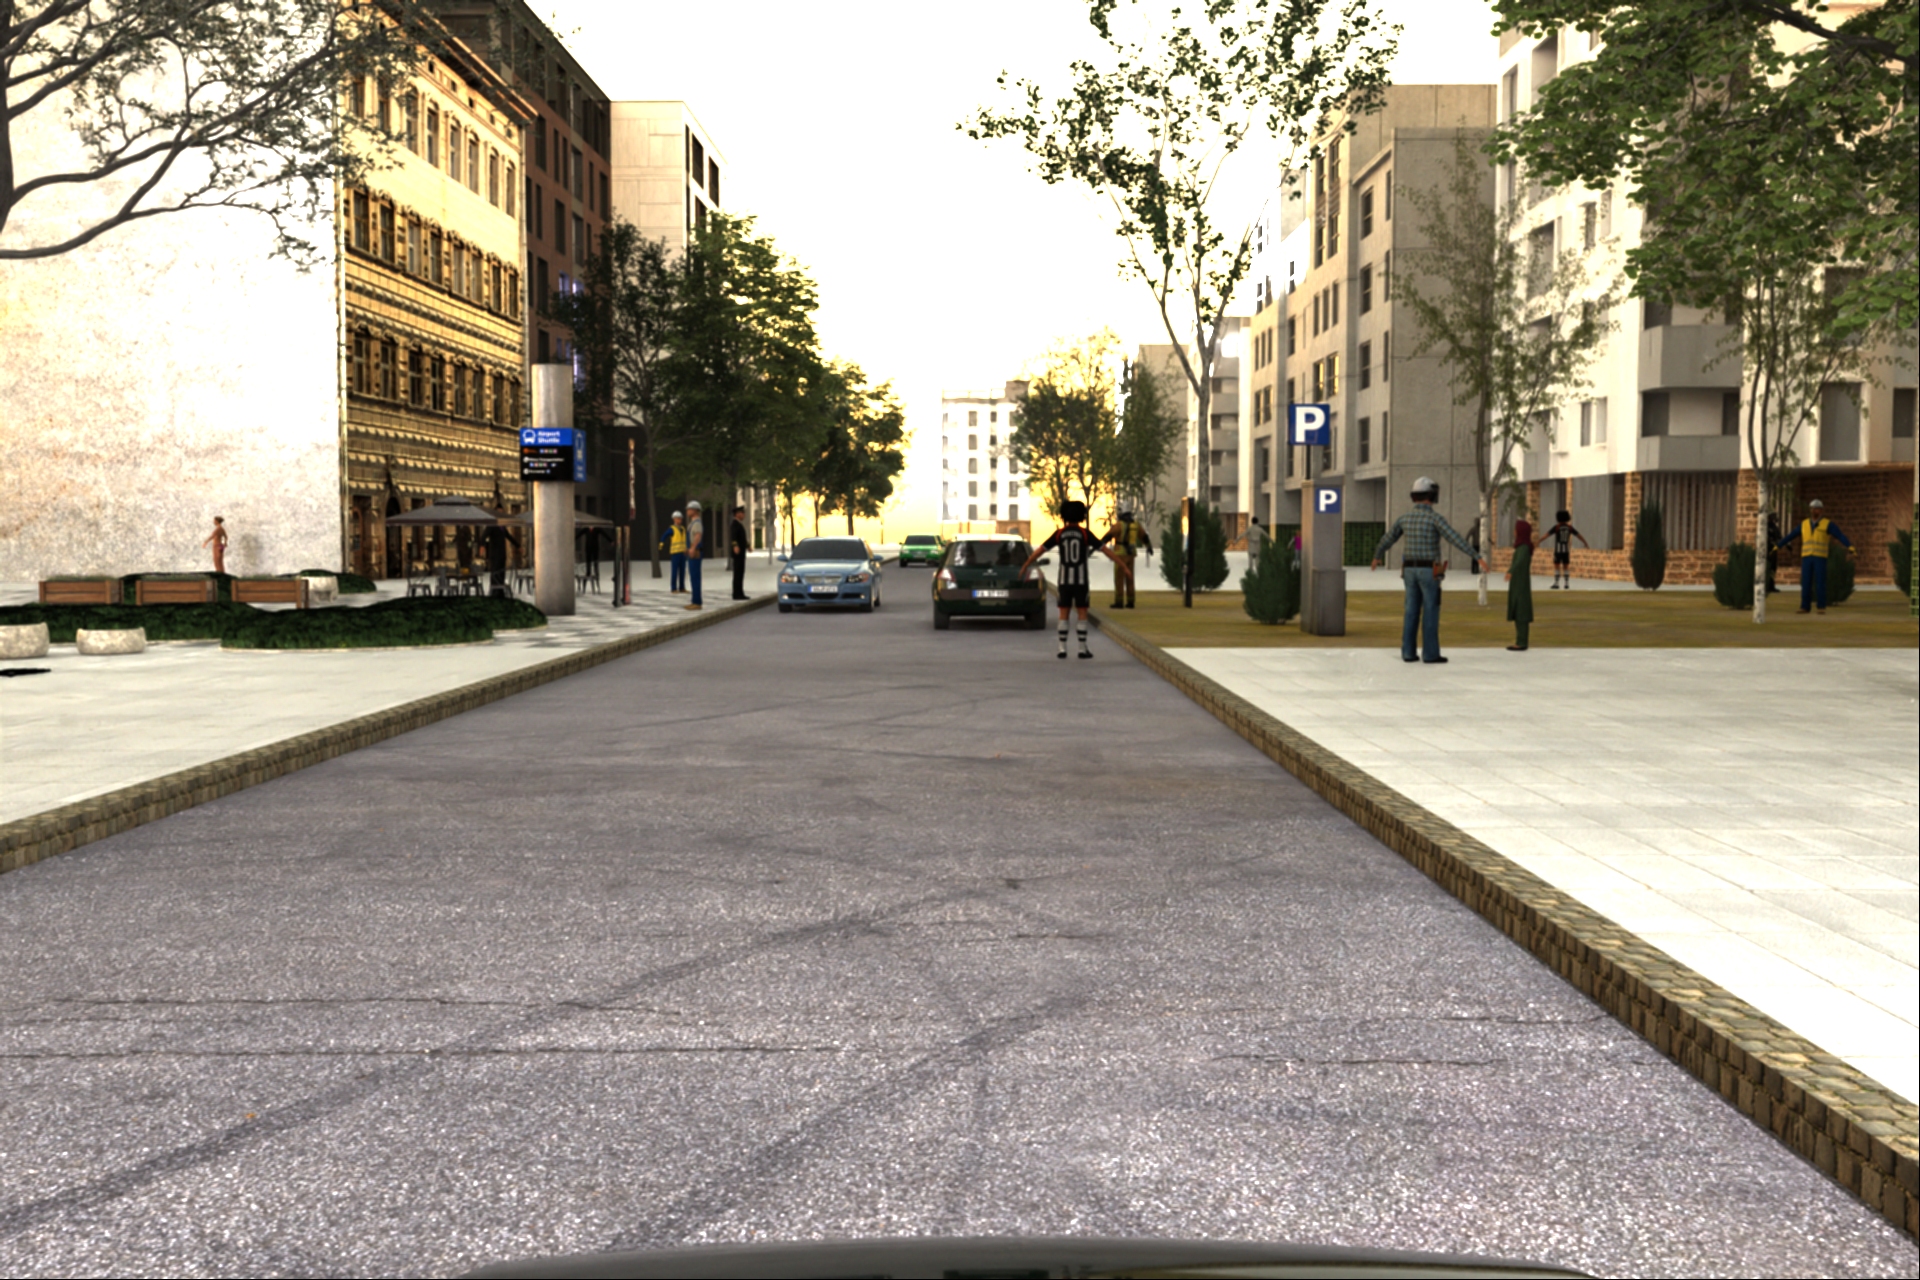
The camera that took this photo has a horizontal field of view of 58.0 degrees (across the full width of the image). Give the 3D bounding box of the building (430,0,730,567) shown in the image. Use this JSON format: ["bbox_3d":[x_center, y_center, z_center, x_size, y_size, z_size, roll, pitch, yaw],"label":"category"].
[{"bbox_3d":[-26.970,-14.436,80.002,27.936,21.610,32.646,0,4,1],"label":"building"}]

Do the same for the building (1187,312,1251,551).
[{"bbox_3d":[24.551,-17.767,146.903,16.016,20.090,11.380,0,4,1],"label":"building"}]

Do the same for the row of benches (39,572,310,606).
[{"bbox_3d":[-12.658,-0.755,27.800,4.104,0.672,1.422,-1,4,-9],"label":"row of benches"}]

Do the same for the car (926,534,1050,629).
[{"bbox_3d":[0.449,-1.077,27.400,2.009,1.686,4.222,0,3,0],"label":"car"}]

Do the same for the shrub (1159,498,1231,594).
[{"bbox_3d":[5.079,-2.042,37.426,1.661,2.075,1.752,0,3,0],"label":"shrub"}]

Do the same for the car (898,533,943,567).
[{"bbox_3d":[-1.722,-4.126,76.257,1.959,1.807,4.718,0,4,0],"label":"car"}]

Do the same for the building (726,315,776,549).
[{"bbox_3d":[-25.749,-16.982,144.112,16.747,18.905,31.486,0,4,1],"label":"building"}]

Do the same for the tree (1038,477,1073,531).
[{"bbox_3d":[11.659,-15.910,210.488,4.737,8.622,4.395,0,3,0],"label":"tree"}]

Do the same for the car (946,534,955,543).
[{"bbox_3d":[0.019,-6.909,122.749,2.009,1.686,4.222,0,3,0],"label":"car"}]

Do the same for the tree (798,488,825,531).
[{"bbox_3d":[-17.220,-15.890,210.165,4.360,8.622,3.978,0,3,0],"label":"tree"}]

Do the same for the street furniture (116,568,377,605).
[{"bbox_3d":[-14.826,-1.175,34.832,5.734,0.657,10.072,-1,4,-16],"label":"street furniture"}]

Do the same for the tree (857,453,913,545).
[{"bbox_3d":[-9.694,-17.527,212.313,9.928,11.665,9.643,0,3,0],"label":"tree"}]

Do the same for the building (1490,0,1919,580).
[{"bbox_3d":[22.895,-12.207,56.000,16.016,20.090,11.380,0,4,1],"label":"building"}]

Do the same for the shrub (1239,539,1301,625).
[{"bbox_3d":[4.429,-0.820,24.520,1.383,1.207,1.383,0,3,0],"label":"shrub"}]

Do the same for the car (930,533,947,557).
[{"bbox_3d":[-1.638,-4.953,89.779,1.959,1.807,4.718,0,4,0],"label":"car"}]

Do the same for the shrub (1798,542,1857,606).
[{"bbox_3d":[15.480,-1.210,30.905,1.383,1.207,1.383,0,3,0],"label":"shrub"}]

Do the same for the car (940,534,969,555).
[{"bbox_3d":[0.332,-3.134,63.042,2.131,1.459,4.920,0,4,0],"label":"car"}]

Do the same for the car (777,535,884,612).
[{"bbox_3d":[-2.448,-1.295,33.175,2.014,1.417,4.499,0,4,0],"label":"car"}]

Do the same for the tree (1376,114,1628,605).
[{"bbox_3d":[9.282,-4.950,31.292,4.360,8.622,3.978,0,3,0],"label":"tree"}]

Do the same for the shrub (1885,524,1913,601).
[{"bbox_3d":[17.948,-1.695,31.755,1.661,2.075,1.752,0,3,0],"label":"shrub"}]

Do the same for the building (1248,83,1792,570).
[{"bbox_3d":[23.721,-12.861,76.727,16.747,18.905,31.486,0,4,1],"label":"building"}]

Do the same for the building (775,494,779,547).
[{"bbox_3d":[-23.230,-14.537,179.829,9.099,9.664,28.070,0,4,0],"label":"building"}]

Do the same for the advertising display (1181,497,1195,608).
[{"bbox_3d":[4.013,-1.548,30.523,0.123,1.923,0.974,0,4,1],"label":"advertising display"}]

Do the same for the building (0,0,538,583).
[{"bbox_3d":[-25.066,-13.618,53.583,19.493,23.208,18.063,0,4,1],"label":"building"}]

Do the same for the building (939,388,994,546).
[{"bbox_3d":[-2.391,-21.910,217.104,11.380,20.090,16.016,0,4,6],"label":"building"}]

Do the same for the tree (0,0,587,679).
[{"bbox_3d":[-9.001,-6.411,15.198,12.009,13.543,11.850,0,3,0],"label":"tree"}]

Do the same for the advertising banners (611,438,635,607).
[{"bbox_3d":[-6.040,-2.142,31.209,0.090,3.025,2.074,0,3,0],"label":"advertising banners"}]

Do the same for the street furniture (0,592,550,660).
[{"bbox_3d":[-9.431,-0.294,20.434,10.072,0.657,5.734,-2,4,-32],"label":"street furniture"}]

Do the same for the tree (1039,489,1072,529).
[{"bbox_3d":[11.997,-16.288,216.677,4.737,8.622,4.395,0,3,0],"label":"tree"}]

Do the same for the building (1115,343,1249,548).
[{"bbox_3d":[24.842,-18.511,169.109,16.747,18.905,31.486,0,4,1],"label":"building"}]

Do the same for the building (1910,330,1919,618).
[{"bbox_3d":[23.067,-8.808,10.475,16.747,18.905,31.486,0,3,0],"label":"building"}]

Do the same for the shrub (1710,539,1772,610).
[{"bbox_3d":[13.255,-1.119,29.411,1.383,1.207,1.383,0,3,0],"label":"shrub"}]

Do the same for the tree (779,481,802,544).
[{"bbox_3d":[-21.316,-16.167,214.697,4.737,8.622,4.395,0,3,0],"label":"tree"}]

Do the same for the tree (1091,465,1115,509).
[{"bbox_3d":[20.148,-17.785,216.536,9.928,11.665,9.643,0,3,0],"label":"tree"}]

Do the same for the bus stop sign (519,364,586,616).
[{"bbox_3d":[-6.373,-2.334,27.169,0.837,3.901,0.837,0,4,1],"label":"bus stop sign"}]
